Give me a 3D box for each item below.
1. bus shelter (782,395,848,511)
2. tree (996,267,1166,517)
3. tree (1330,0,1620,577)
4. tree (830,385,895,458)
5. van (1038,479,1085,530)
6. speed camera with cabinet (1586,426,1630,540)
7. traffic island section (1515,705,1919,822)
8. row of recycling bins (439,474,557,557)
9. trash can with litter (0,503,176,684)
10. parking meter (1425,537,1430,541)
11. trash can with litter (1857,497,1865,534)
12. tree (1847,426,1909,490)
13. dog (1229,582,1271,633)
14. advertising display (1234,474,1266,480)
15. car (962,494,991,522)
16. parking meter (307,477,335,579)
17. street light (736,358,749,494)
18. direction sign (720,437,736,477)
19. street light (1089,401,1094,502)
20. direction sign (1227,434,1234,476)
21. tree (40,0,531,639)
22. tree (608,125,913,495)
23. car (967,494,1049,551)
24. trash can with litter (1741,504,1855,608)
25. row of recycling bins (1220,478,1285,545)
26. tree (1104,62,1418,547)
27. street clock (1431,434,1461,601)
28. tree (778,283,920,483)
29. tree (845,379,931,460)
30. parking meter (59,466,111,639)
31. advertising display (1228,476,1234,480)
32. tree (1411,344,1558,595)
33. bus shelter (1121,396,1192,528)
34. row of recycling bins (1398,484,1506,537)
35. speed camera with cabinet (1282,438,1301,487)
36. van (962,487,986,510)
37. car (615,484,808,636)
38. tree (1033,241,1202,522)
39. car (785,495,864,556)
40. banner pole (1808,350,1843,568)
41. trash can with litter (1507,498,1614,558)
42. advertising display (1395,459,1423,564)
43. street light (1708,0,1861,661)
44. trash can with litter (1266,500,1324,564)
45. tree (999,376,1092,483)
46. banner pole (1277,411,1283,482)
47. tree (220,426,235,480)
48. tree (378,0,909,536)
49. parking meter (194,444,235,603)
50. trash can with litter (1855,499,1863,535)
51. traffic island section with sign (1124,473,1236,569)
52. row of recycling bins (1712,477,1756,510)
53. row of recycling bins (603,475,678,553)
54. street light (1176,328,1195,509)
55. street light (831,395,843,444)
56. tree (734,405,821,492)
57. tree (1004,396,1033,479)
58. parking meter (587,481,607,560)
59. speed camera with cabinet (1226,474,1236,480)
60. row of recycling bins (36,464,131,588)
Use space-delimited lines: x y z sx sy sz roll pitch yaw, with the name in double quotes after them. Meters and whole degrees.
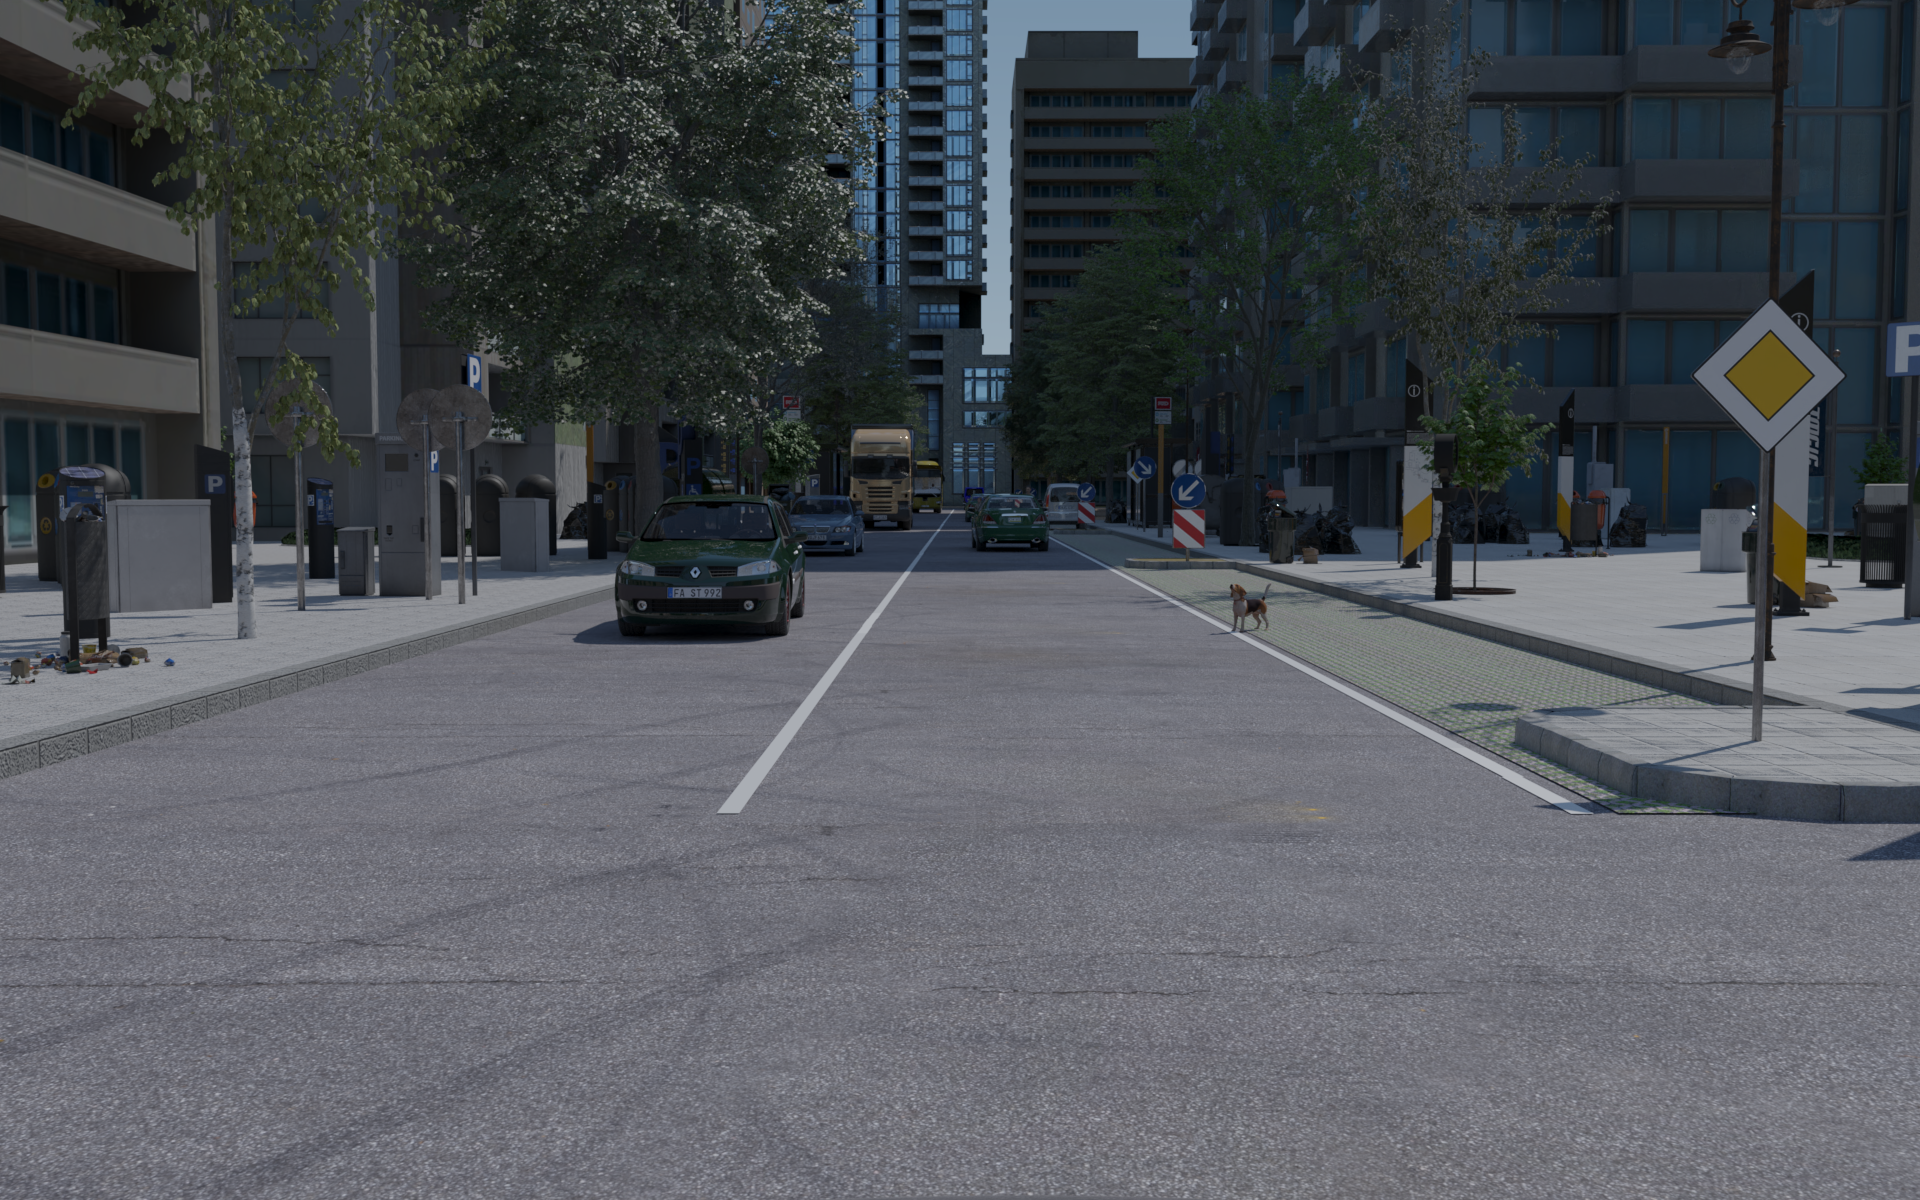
-6.109 -5.838 73.083 2.179 5.291 8.768 0 4 0 "bus shelter"
7.434 -11.716 98.213 9.857 13.997 8.962 0 3 0 "tree"
7.422 -4.646 26.324 4.360 8.622 3.978 0 3 0 "tree"
-6.409 -9.798 110.558 4.360 8.622 3.978 0 3 0 "tree"
4.124 -3.802 69.171 2.013 2.044 4.112 0 4 1 "van"
18.593 -3.384 49.663 0.660 3.252 2.038 0 4 1 "speed camera with cabinet"
4.164 0.811 9.020 2.009 0.180 2.903 0 4 0 "traffic island section"
-10.189 -1.766 35.989 3.534 1.692 1.069 -1 4 -12 "row of recycling bins"
-6.675 -0.100 12.696 1.678 1.210 2.233 0 4 -4 "trash can with litter"
12.621 -2.368 47.131 0.372 1.533 0.369 0 3 0 "parking meter"
22.654 -2.003 43.801 1.678 1.210 2.233 -2 4 -30 "trash can with litter"
26.274 -3.370 49.694 1.663 3.219 1.824 0 3 0 "tree"
3.025 0.076 18.041 0.406 0.507 0.540 1 4 12 "dog"
9.610 -3.177 57.155 0.974 1.923 0.123 2 4 31 "advertising display"
1.189 -4.740 89.290 2.131 1.459 4.920 0 4 -1 "car"
-9.689 -1.092 26.264 0.372 1.533 0.369 0 3 0 "parking meter"
-5.702 -4.382 44.440 0.468 5.910 1.993 0 4 0 "street light"
-9.288 -4.738 69.464 0.876 3.537 0.379 3 5 40 "direction sign"
6.359 -6.783 83.695 0.468 5.910 1.993 0 4 0 "street light"
10.212 -4.493 65.464 0.379 3.537 0.876 0 4 -6 "direction sign"
-6.100 -3.964 15.169 4.737 8.622 4.395 0 3 0 "tree"
-6.433 -8.868 55.355 12.009 13.543 11.850 0 3 0 "tree"
1.266 -2.013 44.709 2.131 1.459 4.920 0 4 -2 "car"
9.565 -0.522 19.926 0.624 1.170 1.055 -2 4 -35 "trash can with litter"
7.605 -2.328 45.180 1.069 1.692 3.534 2 4 27 "row of recycling bins"
7.223 -7.117 42.114 9.928 11.665 9.643 0 3 0 "tree"
5.848 -0.998 20.880 0.358 2.002 0.471 2 4 24 "street clock"
-5.930 -10.716 93.334 7.486 12.596 7.792 0 3 0 "tree"
-6.435 -13.869 152.518 9.928 11.665 9.643 0 3 0 "tree"
-7.807 -0.431 15.451 0.372 1.533 0.369 0 3 0 "parking meter"
10.025 -3.459 61.768 0.974 1.923 0.123 1 4 10 "advertising display"
6.669 -1.709 22.543 1.663 3.219 1.824 0 3 0 "tree"
7.630 -5.581 68.876 2.179 5.291 8.768 0 4 0 "bus shelter"
14.703 -2.735 51.835 1.069 1.692 3.534 -3 5 -44 "row of recycling bins"
11.832 -4.146 62.131 0.660 3.252 2.038 0 4 8 "speed camera with cabinet"
1.283 -9.273 156.005 2.240 2.365 5.245 0 3 0 "van"
-2.621 -0.548 18.750 2.009 1.686 4.222 0 4 -2 "car"
7.189 -9.792 78.227 7.486 12.596 7.792 0 3 0 "tree"
-3.258 -1.799 41.408 2.014 1.417 4.499 0 4 1 "car"
15.100 -2.468 30.374 0.401 3.779 0.863 -2 4 -30 "banner pole"
12.358 -1.495 35.501 2.233 1.210 1.678 1 4 10 "trash can with litter"
8.387 -1.650 32.187 0.123 1.923 0.974 3 5 43 "advertising display"
6.209 -2.472 13.203 0.468 5.910 1.993 0 4 0 "street light"
6.196 -1.263 32.037 1.055 1.170 0.624 1 4 9 "trash can with litter"
6.687 -11.189 117.351 8.767 10.594 7.601 1 4 9 "tree"
9.625 -3.807 52.256 0.401 3.779 0.863 1 4 16 "banner pole"
-18.667 -2.951 42.853 1.663 3.219 1.824 0 3 0 "tree"
-5.794 -7.658 31.869 9.857 13.997 8.962 0 3 0 "tree"
-8.784 -0.900 20.431 0.399 1.863 0.255 -2 4 -33 "parking meter"
24.521 -2.199 47.342 0.624 1.170 1.055 0 4 -5 "trash can with litter"
4.235 -1.531 33.666 1.989 1.847 2.006 0 4 0 "traffic island section with sign"
19.400 -2.217 43.358 1.069 1.692 3.534 1 4 21 "row of recycling bins"
-6.931 -1.867 37.632 1.069 1.692 3.534 -2 4 -26 "row of recycling bins"
6.317 -4.610 48.163 0.468 5.910 1.993 0 4 0 "street light"
-5.643 -6.531 79.570 0.468 5.910 1.993 0 4 0 "street light"
-6.786 -4.912 64.023 4.285 4.588 4.351 0 3 0 "tree"
7.371 -14.187 150.078 7.486 12.596 7.792 0 3 0 "tree"
-7.137 -1.569 34.069 0.372 1.533 0.369 0 3 0 "parking meter"
13.011 -5.302 81.031 0.660 3.252 2.038 -1 4 -12 "speed camera with cabinet"
-12.443 -1.073 24.657 1.069 1.692 3.534 -2 4 -33 "row of recycling bins"
